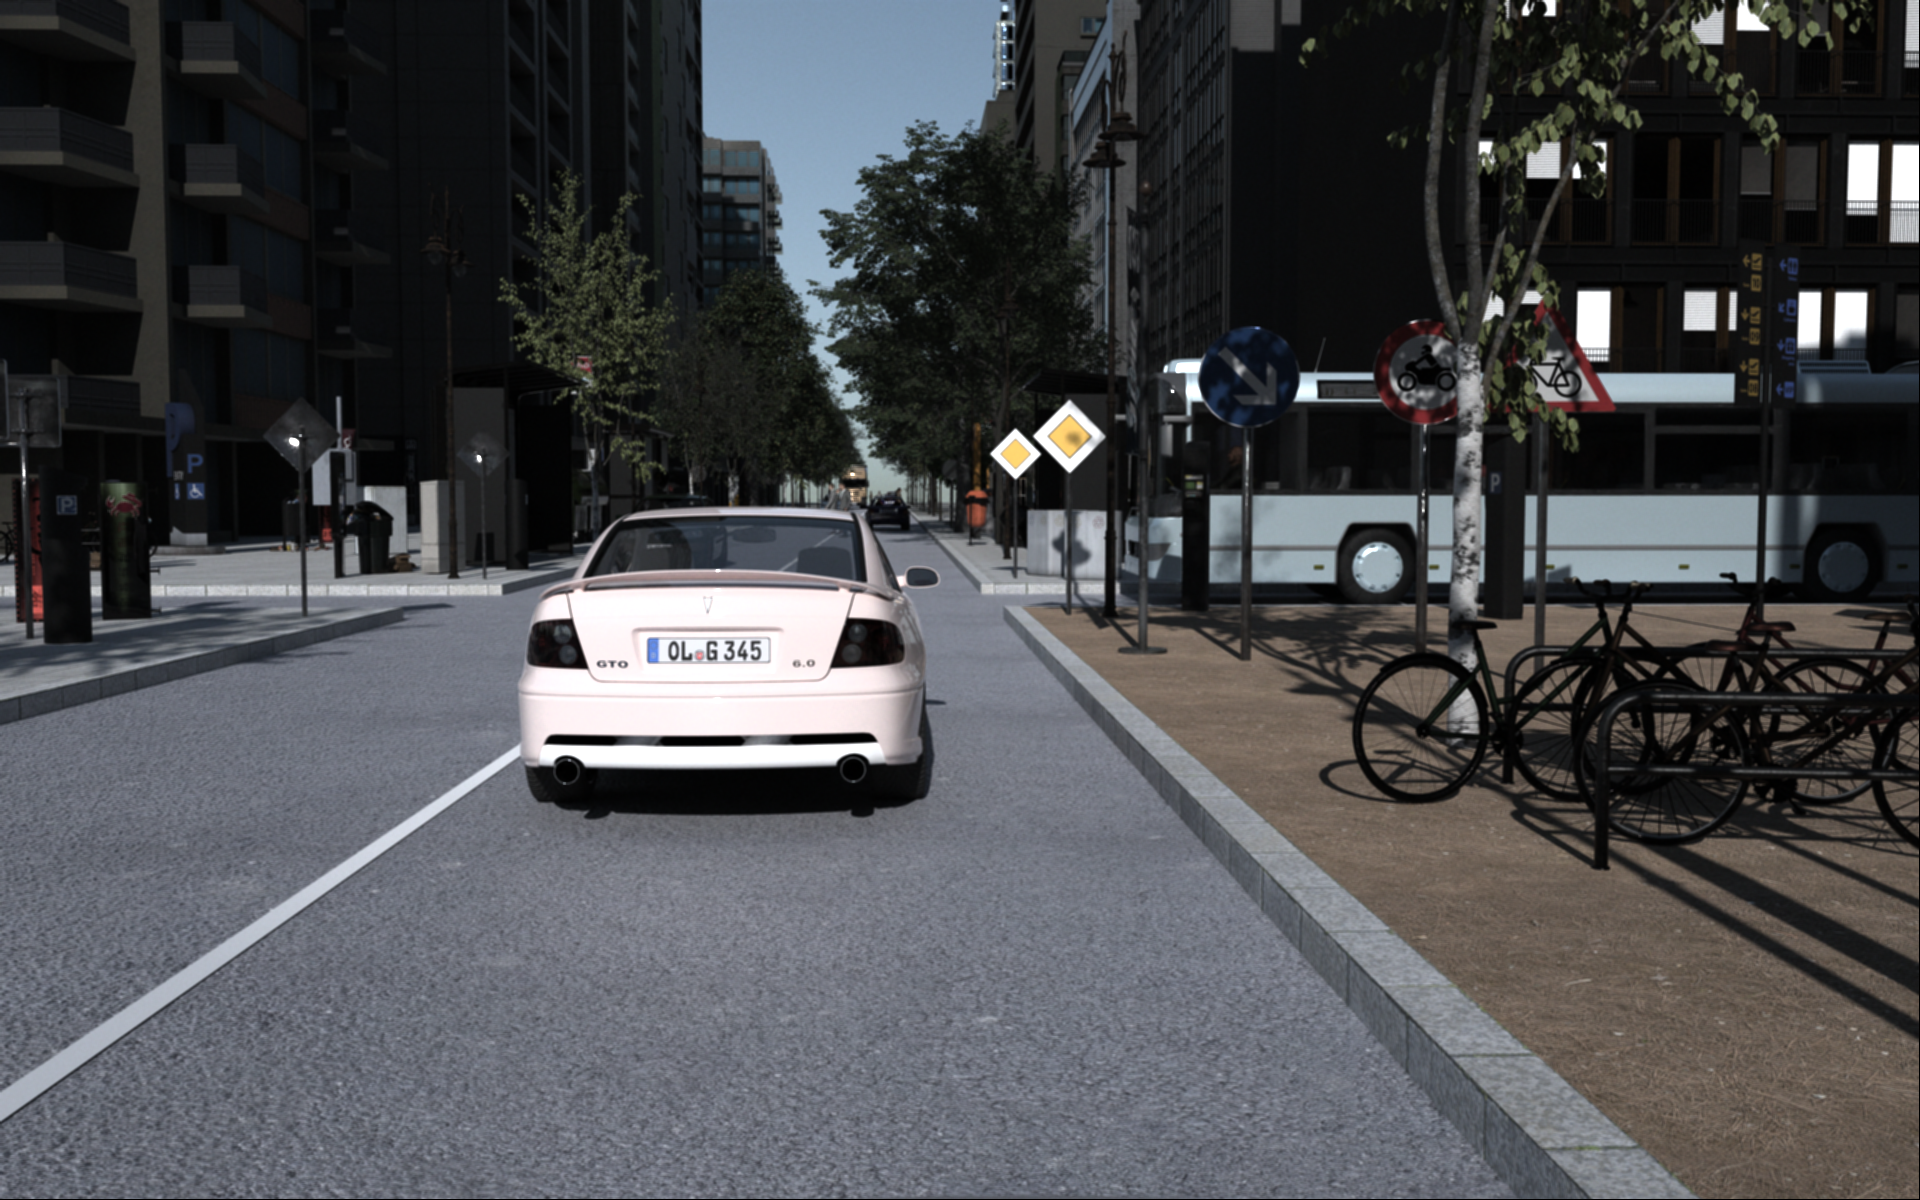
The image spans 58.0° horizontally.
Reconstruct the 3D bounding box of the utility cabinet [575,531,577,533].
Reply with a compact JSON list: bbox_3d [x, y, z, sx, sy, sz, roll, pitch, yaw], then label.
[{"bbox_3d":[-12.563,-2.837,57.540,1.020,1.237,0.306,2,4,32],"label":"utility cabinet"}]

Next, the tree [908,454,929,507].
[{"bbox_3d":[-3.348,-13.589,172.547,4.737,8.622,4.395,0,3,0],"label":"tree"}]

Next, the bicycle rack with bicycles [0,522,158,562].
[{"bbox_3d":[-17.095,-1.231,33.509,2.925,0.926,2.852,-1,4,-13],"label":"bicycle rack with bicycles"}]

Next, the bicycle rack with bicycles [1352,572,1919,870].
[{"bbox_3d":[3.041,0.402,6.813,2.925,0.926,2.852,1,4,9],"label":"bicycle rack with bicycles"}]

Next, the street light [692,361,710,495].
[{"bbox_3d":[-9.008,-5.349,60.244,0.468,5.910,1.993,0,4,-2],"label":"street light"}]

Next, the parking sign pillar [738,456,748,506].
[{"bbox_3d":[-12.136,-6.614,96.610,1.447,3.967,1.447,0,4,-1],"label":"parking sign pillar"}]

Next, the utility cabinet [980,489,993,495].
[{"bbox_3d":[0.740,-3.751,70.000,1.173,1.500,0.318,2,4,26],"label":"utility cabinet"}]

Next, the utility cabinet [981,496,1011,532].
[{"bbox_3d":[1.217,-2.894,58.484,1.020,1.237,0.306,0,4,3],"label":"utility cabinet"}]

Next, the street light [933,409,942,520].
[{"bbox_3d":[-0.956,-6.827,84.411,0.468,5.910,1.993,0,4,-2],"label":"street light"}]

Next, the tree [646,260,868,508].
[{"bbox_3d":[-10.168,-10.268,84.885,9.611,12.733,9.660,0,3,0],"label":"tree"}]

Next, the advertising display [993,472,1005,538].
[{"bbox_3d":[1.196,-2.792,50.856,0.123,1.923,0.974,1,4,22],"label":"advertising display"}]

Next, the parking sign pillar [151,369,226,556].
[{"bbox_3d":[-16.401,-2.951,36.716,1.447,3.967,1.447,-3,4,-39],"label":"parking sign pillar"}]

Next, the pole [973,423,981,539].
[{"bbox_3d":[0.489,-3.417,49.717,0.158,3.312,0.155,0,3,0],"label":"pole"}]

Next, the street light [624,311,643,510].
[{"bbox_3d":[-8.237,-4.334,43.651,0.468,5.910,1.993,0,4,-2],"label":"street light"}]

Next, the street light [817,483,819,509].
[{"bbox_3d":[-12.531,-11.006,152.737,0.468,5.910,1.993,0,4,-2],"label":"street light"}]

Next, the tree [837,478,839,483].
[{"bbox_3d":[-16.297,-17.733,240.288,4.360,8.622,3.978,0,3,0],"label":"tree"}]

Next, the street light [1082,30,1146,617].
[{"bbox_3d":[1.569,-2.761,17.925,0.468,5.910,1.993,0,4,-2],"label":"street light"}]

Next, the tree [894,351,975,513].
[{"bbox_3d":[-1.770,-11.649,116.215,9.928,11.665,9.643,0,3,0],"label":"tree"}]

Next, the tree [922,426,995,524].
[{"bbox_3d":[0.072,-5.586,75.046,4.285,4.588,4.351,0,3,0],"label":"tree"}]

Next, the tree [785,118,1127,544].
[{"bbox_3d":[0.734,-6.707,44.066,7.601,10.594,8.767,-2,4,-27],"label":"tree"}]

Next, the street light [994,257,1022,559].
[{"bbox_3d":[0.936,-3.746,34.029,0.468,5.910,1.993,0,4,-2],"label":"street light"}]

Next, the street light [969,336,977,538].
[{"bbox_3d":[0.364,-4.771,50.798,0.468,5.910,1.993,0,4,-2],"label":"street light"}]

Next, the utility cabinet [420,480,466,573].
[{"bbox_3d":[-8.425,-1.194,28.201,0.318,1.500,1.173,0,4,5],"label":"utility cabinet"}]

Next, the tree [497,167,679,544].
[{"bbox_3d":[-8.286,-5.431,39.156,4.737,8.622,4.395,0,3,0],"label":"tree"}]

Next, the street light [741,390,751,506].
[{"bbox_3d":[-9.578,-6.387,77.218,0.468,5.910,1.993,0,4,-2],"label":"street light"}]

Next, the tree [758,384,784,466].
[{"bbox_3d":[-12.534,-11.998,130.584,8.767,10.594,7.601,0,4,2],"label":"tree"}]

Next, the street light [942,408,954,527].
[{"bbox_3d":[-0.333,-5.795,67.544,0.468,5.910,1.993,0,4,-2],"label":"street light"}]

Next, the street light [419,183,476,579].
[{"bbox_3d":[-7.695,-3.264,26.147,0.468,5.910,1.993,0,4,-2],"label":"street light"}]

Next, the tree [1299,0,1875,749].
[{"bbox_3d":[2.789,-3.556,8.509,4.737,8.622,4.395,0,3,0],"label":"tree"}]

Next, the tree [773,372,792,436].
[{"bbox_3d":[-9.297,-7.406,71.448,4.360,8.622,3.978,0,3,0],"label":"tree"}]

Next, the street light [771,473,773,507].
[{"bbox_3d":[-10.189,-7.403,93.819,0.468,5.910,1.993,0,4,-2],"label":"street light"}]

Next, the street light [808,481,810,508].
[{"bbox_3d":[-11.873,-9.991,136.140,0.468,5.910,1.993,0,4,-2],"label":"street light"}]

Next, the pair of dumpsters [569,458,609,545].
[{"bbox_3d":[-10.391,-2.646,45.762,1.574,2.255,4.437,0,4,-2],"label":"pair of dumpsters"}]

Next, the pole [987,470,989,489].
[{"bbox_3d":[1.487,-6.132,94.104,0.158,3.312,0.155,0,3,0],"label":"pole"}]

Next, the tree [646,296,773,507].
[{"bbox_3d":[-9.901,-6.983,64.534,4.360,8.622,3.978,0,3,0],"label":"tree"}]

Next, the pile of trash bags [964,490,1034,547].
[{"bbox_3d":[1.535,-1.996,42.389,3.447,1.369,1.912,3,4,36],"label":"pile of trash bags"}]

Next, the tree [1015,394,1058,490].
[{"bbox_3d":[3.964,-9.025,97.929,4.360,8.622,3.978,0,3,0],"label":"tree"}]

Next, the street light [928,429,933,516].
[{"bbox_3d":[-1.540,-7.842,101.012,0.468,5.910,1.993,0,4,-2],"label":"street light"}]

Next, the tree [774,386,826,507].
[{"bbox_3d":[-10.684,-9.586,107.097,4.737,8.622,4.395,0,3,0],"label":"tree"}]

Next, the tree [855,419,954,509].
[{"bbox_3d":[-2.594,-14.734,151.271,12.009,13.543,11.850,0,3,0],"label":"tree"}]

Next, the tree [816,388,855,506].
[{"bbox_3d":[-15.242,-17.255,192.494,12.009,13.543,11.850,0,3,0],"label":"tree"}]

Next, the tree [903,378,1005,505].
[{"bbox_3d":[-0.251,-8.511,89.510,4.360,8.622,3.978,0,3,0],"label":"tree"}]

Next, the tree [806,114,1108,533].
[{"bbox_3d":[0.007,-9.230,57.567,9.857,13.997,8.962,0,3,0],"label":"tree"}]

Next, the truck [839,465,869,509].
[{"bbox_3d":[-10.304,-11.023,169.140,2.839,4.237,11.283,0,4,-3],"label":"truck"}]
